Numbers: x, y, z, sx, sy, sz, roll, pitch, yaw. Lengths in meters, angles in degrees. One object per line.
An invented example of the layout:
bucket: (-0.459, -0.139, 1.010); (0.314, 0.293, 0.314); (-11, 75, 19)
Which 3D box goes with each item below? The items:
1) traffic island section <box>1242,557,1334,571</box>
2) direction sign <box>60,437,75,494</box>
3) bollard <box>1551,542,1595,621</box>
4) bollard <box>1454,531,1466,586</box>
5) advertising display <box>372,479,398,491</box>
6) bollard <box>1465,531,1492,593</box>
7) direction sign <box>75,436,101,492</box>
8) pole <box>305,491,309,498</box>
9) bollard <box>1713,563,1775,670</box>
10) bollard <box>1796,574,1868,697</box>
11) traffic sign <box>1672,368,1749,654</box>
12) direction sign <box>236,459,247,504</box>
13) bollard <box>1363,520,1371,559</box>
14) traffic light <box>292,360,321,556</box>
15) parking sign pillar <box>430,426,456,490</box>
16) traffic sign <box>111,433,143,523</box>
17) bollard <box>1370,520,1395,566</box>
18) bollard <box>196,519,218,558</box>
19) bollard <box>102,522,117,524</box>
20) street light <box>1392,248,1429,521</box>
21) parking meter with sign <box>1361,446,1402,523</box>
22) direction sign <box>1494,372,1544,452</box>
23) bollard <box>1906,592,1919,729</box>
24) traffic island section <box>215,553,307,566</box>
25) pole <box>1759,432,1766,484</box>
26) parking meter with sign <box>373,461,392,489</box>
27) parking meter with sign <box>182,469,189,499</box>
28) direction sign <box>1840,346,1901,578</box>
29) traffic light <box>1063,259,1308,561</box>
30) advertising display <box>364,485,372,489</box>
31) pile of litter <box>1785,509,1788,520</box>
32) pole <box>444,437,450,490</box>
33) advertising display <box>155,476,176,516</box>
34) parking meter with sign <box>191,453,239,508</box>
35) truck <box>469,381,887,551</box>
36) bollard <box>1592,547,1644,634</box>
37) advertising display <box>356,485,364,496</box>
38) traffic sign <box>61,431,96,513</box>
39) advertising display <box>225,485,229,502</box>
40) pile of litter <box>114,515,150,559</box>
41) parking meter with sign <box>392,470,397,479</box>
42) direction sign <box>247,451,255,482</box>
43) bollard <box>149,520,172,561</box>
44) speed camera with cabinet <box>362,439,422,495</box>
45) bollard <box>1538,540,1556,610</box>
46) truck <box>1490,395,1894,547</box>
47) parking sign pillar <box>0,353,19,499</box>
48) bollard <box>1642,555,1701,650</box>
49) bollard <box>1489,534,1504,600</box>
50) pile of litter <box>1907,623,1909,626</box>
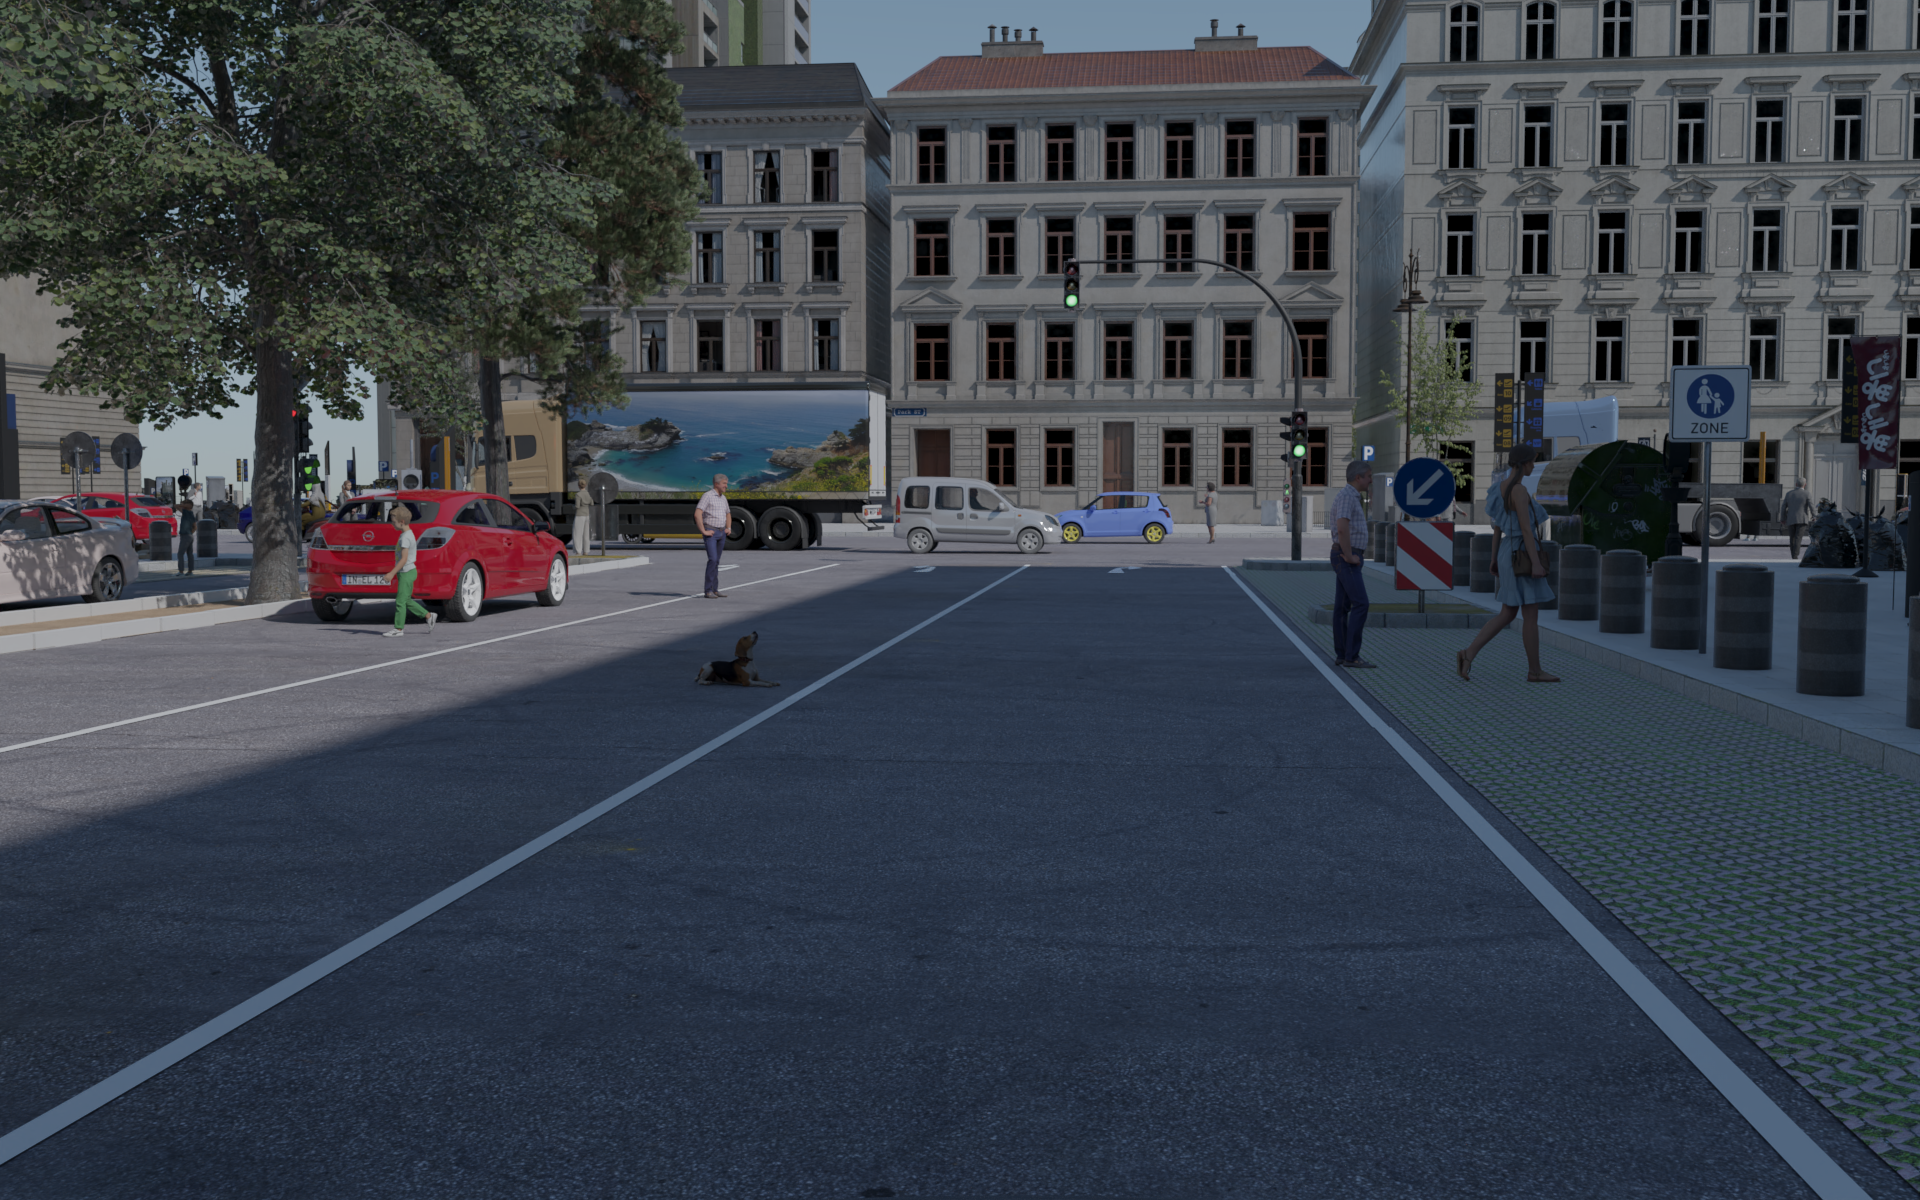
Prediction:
traffic island section: (6.512, -0.685, 33.474); (2.009, 0.180, 2.903); (0, 4, 6)
direction sign: (-35.620, -4.745, 69.570); (0.876, 3.537, 0.379); (-3, 5, -40)
bollard: (6.331, -0.183, 17.703); (0.404, 0.777, 0.398); (0, 3, 0)
bollard: (7.065, -0.585, 24.288); (0.404, 0.777, 0.398); (0, 3, 0)
advertising display: (-24.277, -4.169, 73.372); (0.974, 1.923, 0.123); (0, 4, 6)
bollard: (6.880, -0.485, 22.646); (0.404, 0.777, 0.398); (0, 3, 0)
direction sign: (-33.822, -4.615, 67.451); (0.379, 3.537, 0.876); (1, 4, 20)
pole: (-38.658, -6.648, 102.545); (0.158, 3.312, 0.155); (0, 3, 0)
bollard: (5.781, 0.119, 12.773); (0.404, 0.777, 0.398); (0, 3, 0)
bollard: (5.602, 0.219, 11.129); (0.404, 0.777, 0.398); (0, 3, 0)
traffic sign: (5.969, -0.717, 13.853); (0.606, 2.300, 0.079); (1, 4, 9)
direction sign: (-45.867, -7.262, 110.738); (0.379, 3.537, 0.876); (2, 4, 26)
bollard: (8.167, -1.191, 34.184); (0.404, 0.777, 0.398); (0, 3, 0)
traffic light: (-13.616, -2.854, 35.577); (0.839, 4.253, 0.868); (0, 4, 6)
parking sign pillar: (-20.168, -4.838, 67.565); (1.447, 3.967, 1.447); (1, 4, 11)
traffic sign: (-17.367, -2.201, 36.090); (0.768, 2.556, 0.104); (1, 4, 13)
bollard: (7.982, -1.089, 32.530); (0.404, 0.777, 0.398); (0, 3, 0)
bollard: (-15.285, -1.250, 35.152); (0.404, 0.777, 0.398); (0, 3, 0)
bollard: (-15.651, -1.049, 31.867); (0.404, 0.777, 0.398); (0, 3, 0)
street light: (8.491, -3.669, 32.775); (0.468, 5.910, 1.993); (0, 4, 6)
parking meter with sign: (15.062, -4.002, 61.697); (0.543, 3.016, 1.738); (-2, 4, -28)
direction sign: (10.434, -2.471, 32.393); (0.876, 3.537, 0.379); (1, 4, 12)
bollard: (5.413, 0.320, 9.479); (0.404, 0.777, 0.398); (0, 3, 0)
traffic island section: (-13.655, -0.822, 35.716); (2.009, 0.180, 2.903); (0, 4, 6)
pole: (26.209, -3.840, 56.619); (0.158, 3.312, 0.155); (0, 3, 0)
parking meter with sign: (-30.501, -5.785, 90.842); (0.543, 3.016, 1.738); (0, 4, 1)
parking meter with sign: (-52.283, -7.485, 118.636); (1.738, 3.016, 0.543); (1, 4, 12)
direction sign: (13.988, -2.120, 26.664); (0.876, 3.537, 0.379); (0, 4, -1)
traffic light: (4.384, -3.595, 33.454); (4.771, 5.953, 1.251); (0, 4, 6)
advertising display: (-41.906, -7.165, 122.362); (0.974, 1.923, 0.123); (-1, 4, -9)
pile of litter: (29.215, -2.897, 61.338); (1.719, 0.858, 1.176); (-1, 4, -12)
pole: (-18.203, -4.141, 61.542); (0.158, 3.312, 0.155); (0, 3, 0)
advertising display: (-28.832, -3.528, 62.891); (0.974, 1.923, 0.123); (2, 4, 29)
parking meter with sign: (-31.552, -4.722, 73.470); (1.738, 3.016, 0.543); (-3, 4, -39)
truck: (-7.640, -3.430, 44.997); (11.283, 4.237, 2.839); (0, 4, 8)
bollard: (6.146, -0.082, 16.060); (0.404, 0.777, 0.398); (0, 3, 0)
advertising display: (-40.950, -6.858, 117.340); (0.974, 1.923, 0.123); (2, 4, 33)
traffic sign: (-17.861, -2.141, 35.103); (0.768, 2.556, 0.104); (1, 4, 8)
advertising display: (-54.489, -7.539, 128.473); (0.123, 1.923, 0.974); (3, 5, 42)
pile of litter: (-16.529, -1.267, 34.686); (1.176, 0.858, 1.719); (0, 4, -4)
parking meter with sign: (-40.659, -7.839, 124.432); (0.543, 3.016, 1.738); (-2, 4, -24)
direction sign: (-37.142, -6.068, 91.204); (0.379, 3.537, 0.876); (-2, 4, -23)
bollard: (-15.470, -1.149, 33.510); (0.404, 0.777, 0.398); (0, 3, 0)
speed camera with cabinet: (-20.476, -4.164, 62.425); (2.038, 3.252, 0.660); (-1, 4, -13)
bollard: (6.513, -0.283, 19.349); (0.404, 0.777, 0.398); (0, 3, 0)
truck: (23.663, -3.534, 47.545); (18.799, 4.110, 2.967); (0, 4, 7)
parking sign pillar: (-18.884, -2.752, 33.462); (1.447, 3.967, 1.447); (1, 4, 13)
bollard: (5.969, 0.018, 14.417); (0.404, 0.777, 0.398); (0, 3, 0)
bollard: (6.700, -0.384, 20.999); (0.404, 0.777, 0.398); (0, 3, 0)
pile of litter: (10.024, -0.153, 16.461); (1.719, 0.858, 1.176); (3, 4, 37)
